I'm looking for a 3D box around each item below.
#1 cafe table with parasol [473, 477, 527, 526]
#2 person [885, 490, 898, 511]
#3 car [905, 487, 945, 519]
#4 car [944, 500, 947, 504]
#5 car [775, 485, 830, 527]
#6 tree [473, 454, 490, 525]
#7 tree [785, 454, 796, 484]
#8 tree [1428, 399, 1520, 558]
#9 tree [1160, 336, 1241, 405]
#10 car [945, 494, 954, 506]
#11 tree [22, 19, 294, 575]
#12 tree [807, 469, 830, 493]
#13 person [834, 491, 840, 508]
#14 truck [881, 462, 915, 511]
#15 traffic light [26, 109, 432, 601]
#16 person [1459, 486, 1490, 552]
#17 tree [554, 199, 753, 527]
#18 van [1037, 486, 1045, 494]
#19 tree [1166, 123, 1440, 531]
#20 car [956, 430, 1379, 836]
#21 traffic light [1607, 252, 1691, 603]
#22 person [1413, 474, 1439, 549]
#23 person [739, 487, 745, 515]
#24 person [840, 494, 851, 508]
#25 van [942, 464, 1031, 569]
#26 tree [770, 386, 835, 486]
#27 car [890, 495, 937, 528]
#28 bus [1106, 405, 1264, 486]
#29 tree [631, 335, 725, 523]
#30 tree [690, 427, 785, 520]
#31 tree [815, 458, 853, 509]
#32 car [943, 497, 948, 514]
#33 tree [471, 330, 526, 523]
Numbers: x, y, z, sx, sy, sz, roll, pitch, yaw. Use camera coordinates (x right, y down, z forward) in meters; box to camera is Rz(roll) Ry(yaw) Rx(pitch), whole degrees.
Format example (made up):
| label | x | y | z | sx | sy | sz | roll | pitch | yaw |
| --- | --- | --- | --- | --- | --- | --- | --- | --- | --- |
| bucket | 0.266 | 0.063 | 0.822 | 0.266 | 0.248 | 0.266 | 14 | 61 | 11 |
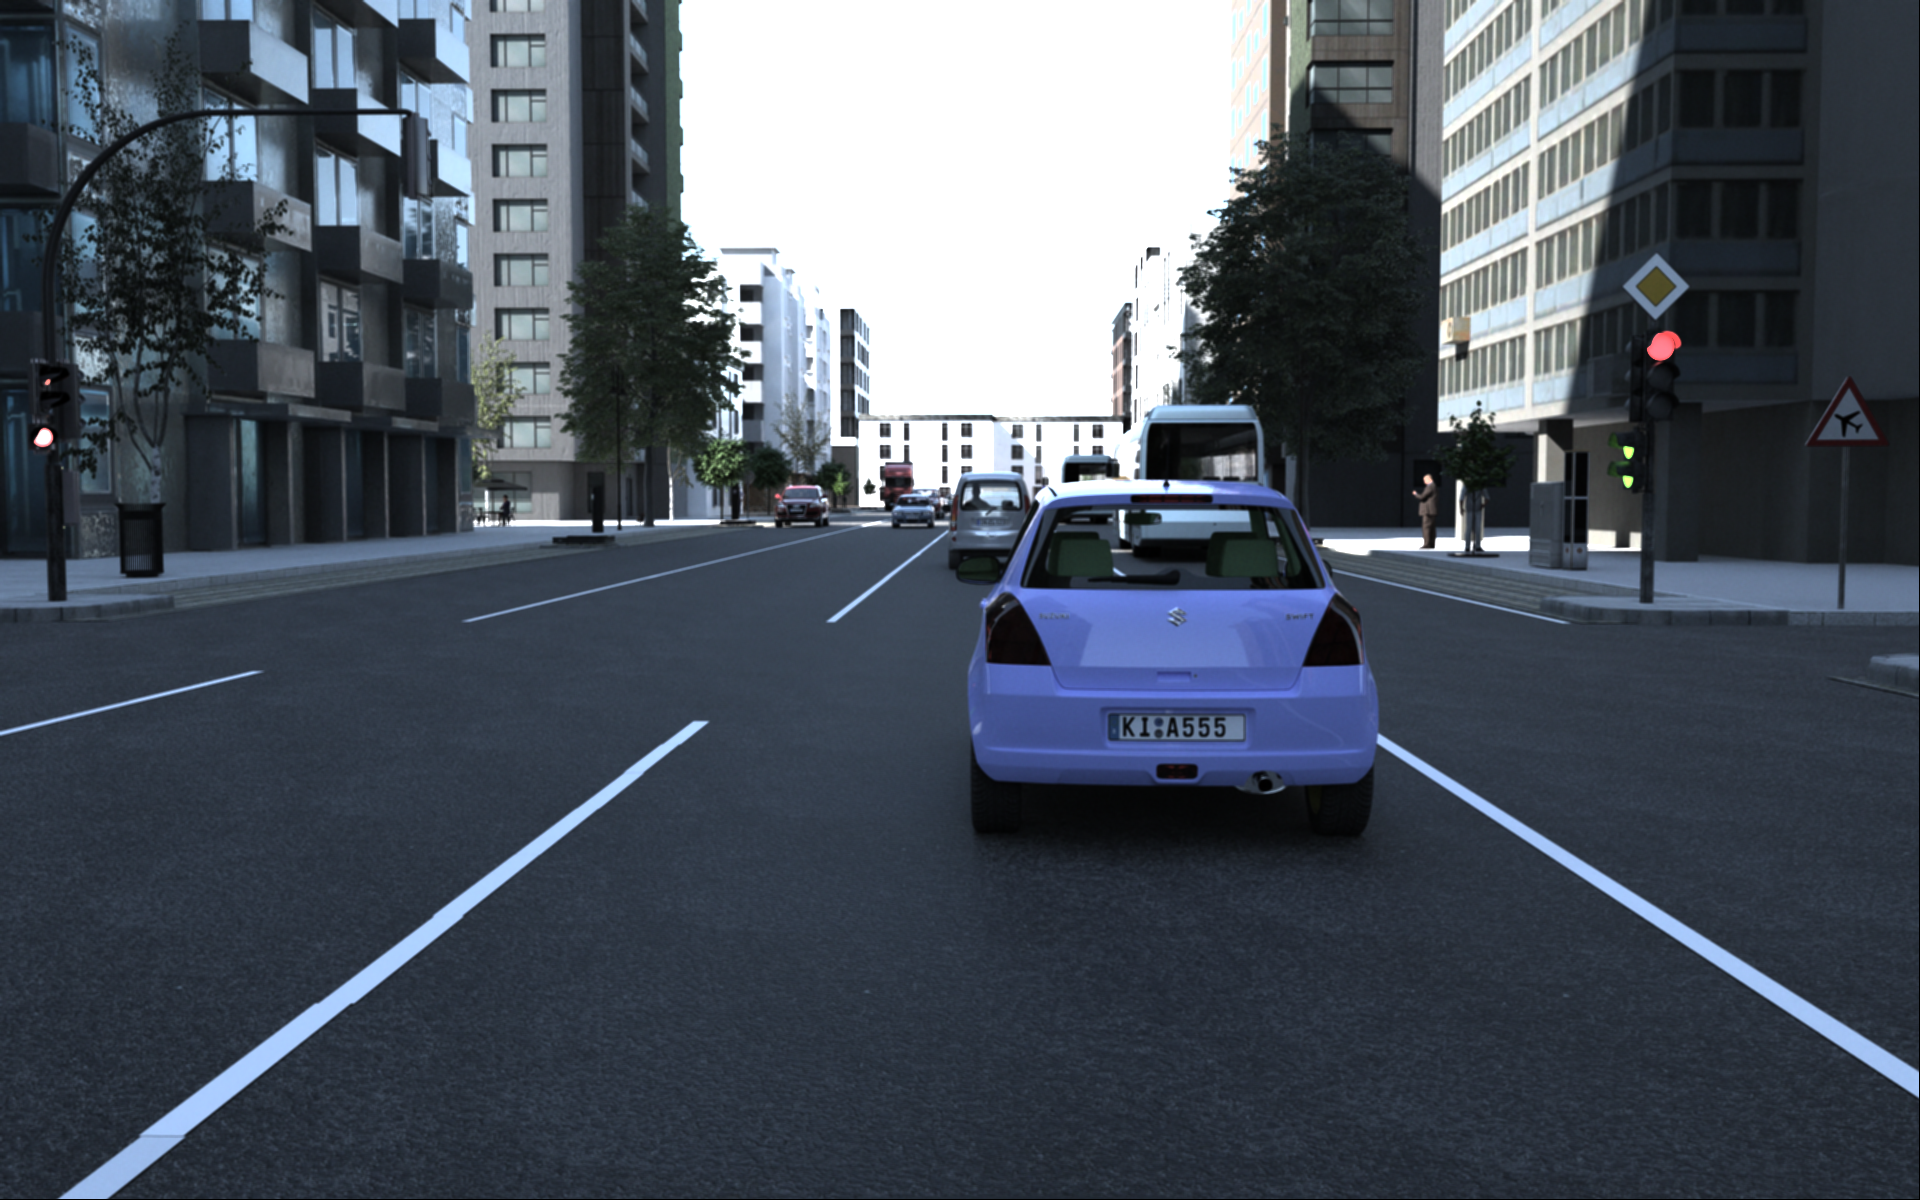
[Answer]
| label | x | y | z | sx | sy | sz | roll | pitch | yaw |
| --- | --- | --- | --- | --- | --- | --- | --- | --- | --- |
| cafe table with parasol | -18.604 | -3.926 | 69.059 | 2.610 | 1.966 | 2.610 | 0 | 4 | 5 |
| person | -5.667 | -8.267 | 143.800 | 1.348 | 1.807 | 0.705 | 2 | 4 | 34 |
| car | -1.999 | -5.617 | 100.514 | 2.281 | 1.827 | 5.304 | 0 | 4 | 3 |
| car | -1.820 | -6.180 | 113.045 | 2.014 | 1.417 | 4.499 | 0 | 4 | 0 |
| car | -6.923 | -4.139 | 76.340 | 2.281 | 1.827 | 5.304 | 0 | 4 | 1 |
| tree | -20.386 | -4.743 | 72.142 | 1.663 | 3.219 | 1.824 | 0 | 3 | 0 |
| tree | -11.622 | -7.380 | 104.370 | 4.285 | 4.588 | 4.351 | 0 | 3 | 0 |
| tree | 10.623 | -2.490 | 35.319 | 1.663 | 3.219 | 1.824 | 0 | 3 | 0 |
| tree | 11.143 | -7.846 | 78.641 | 4.360 | 8.622 | 3.978 | 0 | 3 | 0 |
| car | -0.641 | -9.502 | 167.163 | 2.131 | 1.459 | 4.920 | 0 | 4 | 2 |
| tree | -12.813 | -4.719 | 27.514 | 4.360 | 8.622 | 3.978 | 0 | 3 | 0 |
| tree | -10.575 | -8.332 | 130.830 | 1.663 | 3.219 | 1.824 | 0 | 3 | 0 |
| person | -11.187 | -9.147 | 156.324 | 0.721 | 1.735 | 1.217 | 1 | 4 | 23 |
| truck | -5.306 | -9.944 | 151.490 | 2.839 | 4.237 | 11.283 | 0 | 4 | -1 |
| traffic light | -8.719 | -2.812 | 20.647 | 4.771 | 5.953 | 1.251 | 0 | 4 | 1 |
| person | 11.332 | -1.958 | 38.209 | 0.875 | 1.805 | 0.789 | 0 | 4 | -4 |
| tree | -11.725 | -9.125 | 67.322 | 7.486 | 12.596 | 7.792 | 0 | 3 | 0 |
| van | 5.637 | -5.934 | 101.401 | 2.240 | 2.365 | 5.245 | 0 | 4 | 2 |
| tree | 12.139 | -9.426 | 60.776 | 9.857 | 13.997 | 8.962 | 0 | 3 | 0 |
| car | 0.931 | 0.061 | 8.595 | 1.945 | 1.707 | 3.694 | 0 | 4 | 2 |
| traffic light | 8.065 | -1.918 | 20.280 | 0.839 | 4.253 | 0.868 | 0 | 4 | 1 |
| person | 10.894 | -2.064 | 40.484 | 0.600 | 1.739 | 0.565 | 0 | 4 | 5 |
| person | -12.720 | -5.644 | 99.255 | 0.756 | 1.711 | 0.436 | 1 | 4 | 13 |
| person | -10.492 | -9.235 | 157.746 | 1.217 | 1.736 | 0.721 | -1 | 4 | -23 |
| van | 0.624 | -1.677 | 34.435 | 2.013 | 2.044 | 4.112 | 0 | 4 | 1 |
| tree | -10.819 | -10.268 | 118.242 | 4.360 | 8.622 | 3.978 | 0 | 3 | 0 |
| car | -1.989 | -3.809 | 74.272 | 2.014 | 1.417 | 4.499 | 0 | 3 | 0 |
| bus | 5.271 | -2.906 | 42.380 | 2.948 | 3.499 | 13.247 | 0 | 4 | 2 |
| tree | -12.639 | -7.756 | 77.165 | 4.360 | 8.622 | 3.978 | 0 | 3 | 0 |
| tree | -11.778 | -6.211 | 85.258 | 4.285 | 4.588 | 4.351 | 0 | 3 | 0 |
| tree | -11.208 | -10.350 | 152.943 | 4.285 | 4.588 | 4.351 | 0 | 3 | 0 |
| car | -1.888 | -6.981 | 126.499 | 2.083 | 1.381 | 4.827 | 0 | 4 | 1 |
| tree | -21.258 | -7.735 | 76.838 | 4.737 | 8.622 | 4.395 | 0 | 3 | 0 |
